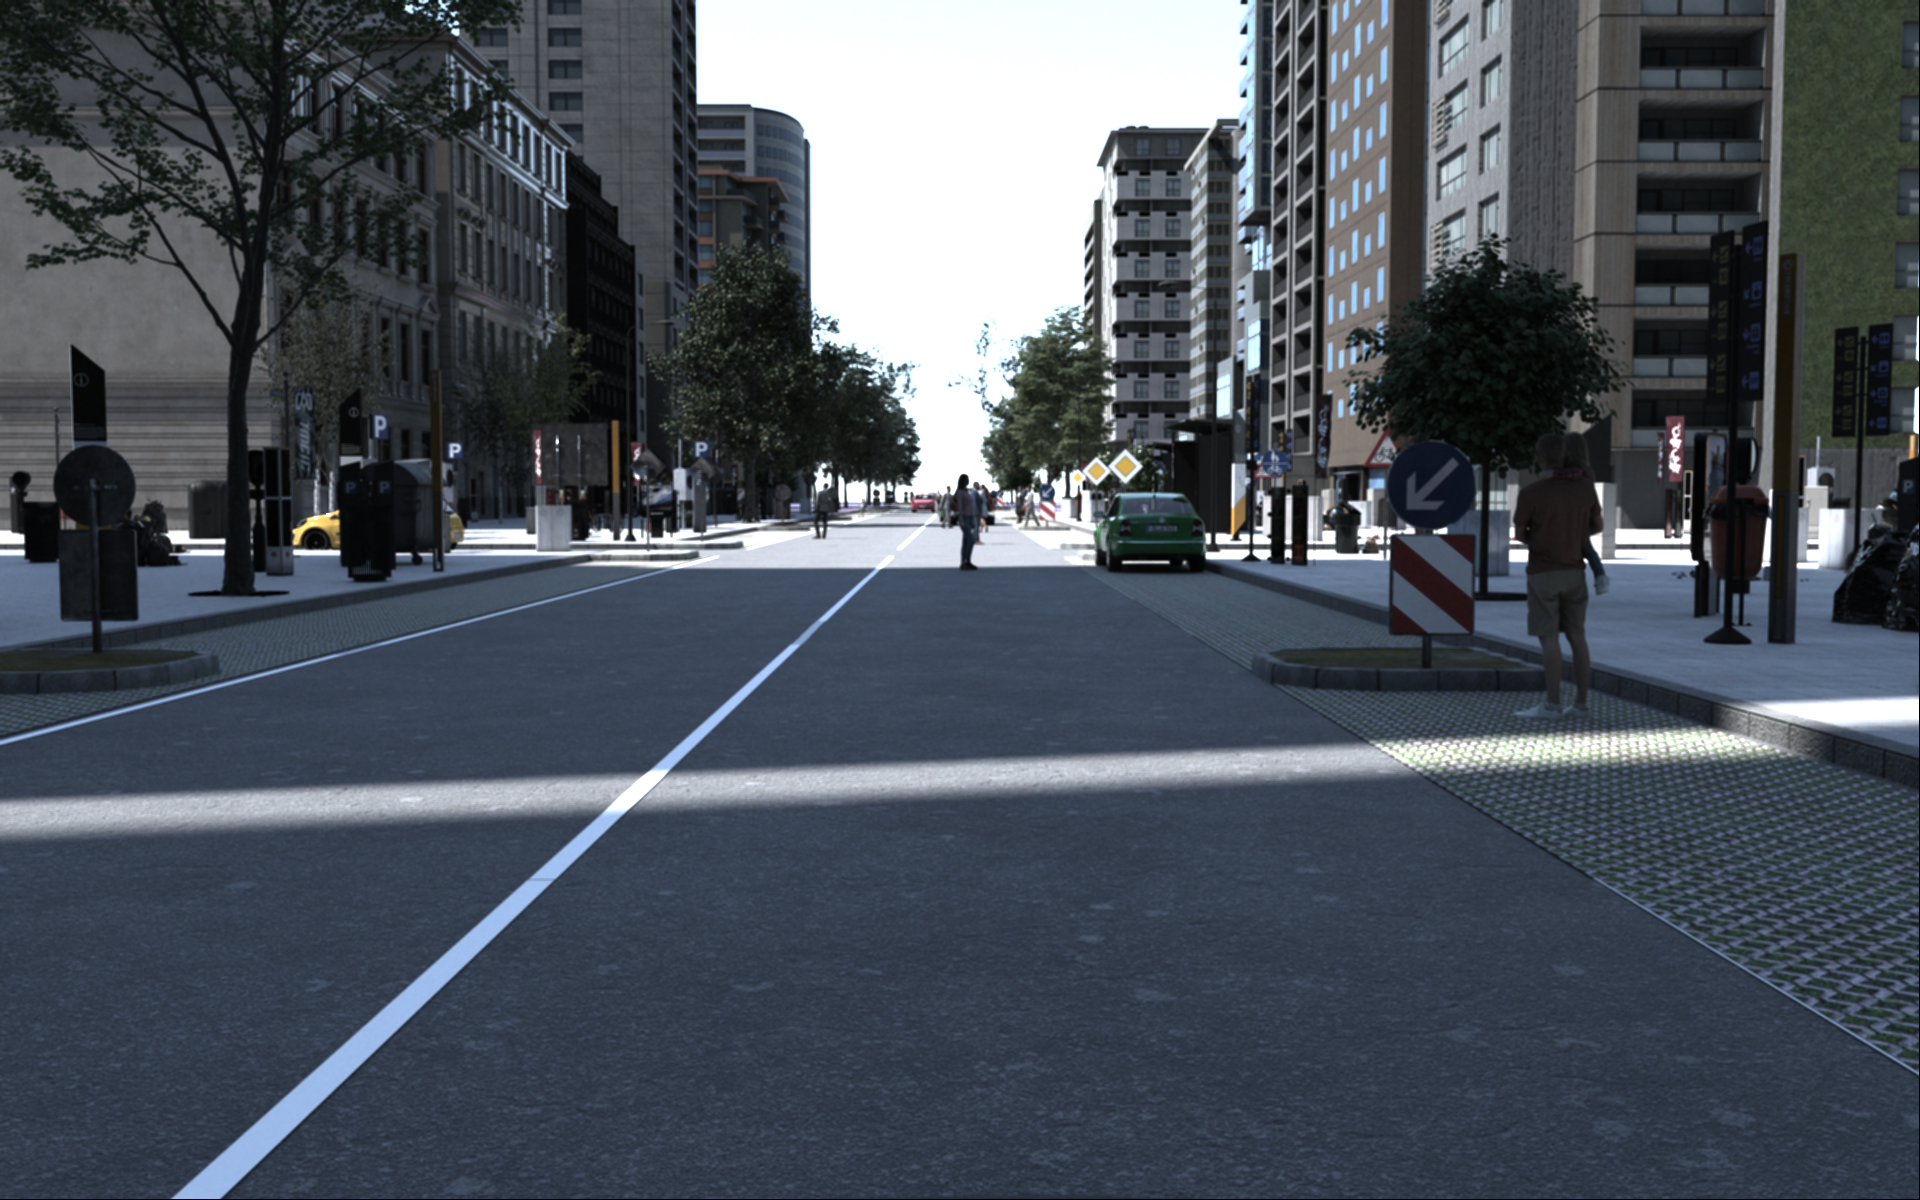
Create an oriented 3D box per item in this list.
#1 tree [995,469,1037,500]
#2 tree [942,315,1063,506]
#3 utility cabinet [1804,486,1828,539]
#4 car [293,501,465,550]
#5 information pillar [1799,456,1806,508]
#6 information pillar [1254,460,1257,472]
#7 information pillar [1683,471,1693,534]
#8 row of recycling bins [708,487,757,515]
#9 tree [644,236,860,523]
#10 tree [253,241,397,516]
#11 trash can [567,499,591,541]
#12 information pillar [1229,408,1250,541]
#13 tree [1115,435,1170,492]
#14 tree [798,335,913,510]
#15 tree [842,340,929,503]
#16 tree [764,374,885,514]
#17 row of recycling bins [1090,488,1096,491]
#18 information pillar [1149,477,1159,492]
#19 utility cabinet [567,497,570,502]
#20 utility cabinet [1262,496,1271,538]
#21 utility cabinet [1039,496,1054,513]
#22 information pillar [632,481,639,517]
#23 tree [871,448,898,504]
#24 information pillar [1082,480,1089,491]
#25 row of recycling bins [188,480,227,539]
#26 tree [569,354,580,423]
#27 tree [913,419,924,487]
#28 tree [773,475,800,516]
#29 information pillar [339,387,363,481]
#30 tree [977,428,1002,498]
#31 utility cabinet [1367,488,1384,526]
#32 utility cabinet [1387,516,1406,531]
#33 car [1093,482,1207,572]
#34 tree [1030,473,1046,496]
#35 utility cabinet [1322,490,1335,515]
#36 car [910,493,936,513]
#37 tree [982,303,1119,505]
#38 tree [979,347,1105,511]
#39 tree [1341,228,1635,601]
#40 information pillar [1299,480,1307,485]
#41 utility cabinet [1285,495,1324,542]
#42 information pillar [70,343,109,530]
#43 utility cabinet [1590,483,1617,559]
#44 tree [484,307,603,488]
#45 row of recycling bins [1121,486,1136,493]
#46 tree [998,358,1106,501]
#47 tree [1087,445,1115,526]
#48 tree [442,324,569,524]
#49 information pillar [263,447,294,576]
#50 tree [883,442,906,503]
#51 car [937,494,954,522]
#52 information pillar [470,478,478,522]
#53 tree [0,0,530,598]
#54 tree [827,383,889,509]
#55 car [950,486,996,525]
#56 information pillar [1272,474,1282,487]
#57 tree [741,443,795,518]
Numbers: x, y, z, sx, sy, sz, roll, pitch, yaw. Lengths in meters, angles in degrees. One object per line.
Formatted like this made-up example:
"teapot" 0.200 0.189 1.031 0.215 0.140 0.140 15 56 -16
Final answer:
"tree" 5.770 -11.170 166.349 4.285 4.588 4.351 0 3 0
"tree" 4.979 -20.061 183.885 12.611 20.169 13.585 0 3 0
"utility cabinet" 23.658 -2.438 48.544 1.173 1.500 0.318 2 4 23
"car" -14.047 -1.929 41.771 3.980 1.641 2.015 0 4 2
"information pillar" 16.068 -1.769 33.416 0.304 2.012 0.304 0 4 -6
"information pillar" 13.064 -5.275 77.593 0.504 3.616 0.183 2 4 25
"information pillar" 23.324 -3.106 55.276 0.304 2.012 0.304 -2 4 -27
"row of recycling bins" -14.529 -6.367 111.217 3.534 1.692 1.069 -3 5 -39
"tree" -9.315 -9.790 77.072 9.611 12.733 9.660 0 3 0
"tree" -18.493 -6.085 49.849 4.360 8.622 3.978 0 3 0
"trash can" -10.530 -2.199 47.611 0.748 1.137 0.748 0 3 0
"information pillar" 7.582 -3.411 47.130 0.504 3.616 0.183 -3 4 -38
"tree" 6.093 -3.819 57.035 1.663 3.219 1.824 0 3 0
"tree" -9.816 -14.192 138.688 9.857 13.997 8.962 0 3 0
"tree" -10.459 -22.018 215.890 12.611 20.169 13.585 0 3 0
"tree" -9.659 -11.873 128.537 8.767 10.594 7.601 0 4 1
"row of recycling bins" 8.158 -5.804 102.013 1.069 1.692 3.534 0 4 -1
"information pillar" 6.602 -3.354 59.332 0.304 2.012 0.304 -3 5 -44
"utility cabinet" -11.698 -2.457 51.338 0.306 1.237 1.020 -1 4 -14
"utility cabinet" 9.340 -2.411 50.576 1.020 1.237 0.306 3 5 43
"utility cabinet" 5.800 -6.415 116.042 1.020 1.237 0.306 -1 4 -18
"information pillar" -18.144 -5.648 96.838 0.304 2.012 0.304 0 4 -2
"tree" -10.224 -17.004 228.382 4.360 8.622 3.978 0 3 0
"information pillar" 6.544 -5.252 90.357 0.304 2.012 0.304 2 4 25
"row of recycling bins" -21.855 -2.679 50.917 1.069 1.692 3.534 -1 4 -11
"tree" -20.028 -8.096 82.737 4.360 8.622 3.978 0 3 0
"tree" -10.251 -17.469 192.277 9.857 13.997 8.962 0 3 0
"tree" -10.101 -6.426 99.671 1.663 3.219 1.824 0 3 0
"information pillar" -13.304 -2.848 37.927 0.504 3.616 0.183 0 4 2
"tree" 6.213 -20.932 267.986 9.928 11.665 9.643 0 3 0
"utility cabinet" 16.457 -3.657 68.479 0.318 1.500 1.173 3 4 38
"utility cabinet" 15.386 -3.060 61.190 0.306 1.237 1.020 3 5 44
"car" 3.585 -1.490 33.156 1.959 1.807 4.718 0 4 -1
"tree" 6.486 -9.262 146.043 1.663 3.219 1.824 0 3 0
"utility cabinet" 17.902 -4.621 84.235 0.318 1.500 1.173 0 4 -6
"car" -2.812 -7.744 135.657 2.155 1.783 4.494 0 4 2
"tree" 6.108 -11.336 103.476 7.486 12.596 7.792 0 3 0
"tree" 6.651 -13.024 129.946 9.611 12.733 9.660 0 3 0
"tree" 6.548 -2.298 21.285 4.285 4.588 4.351 0 3 0
"information pillar" 17.884 -5.259 90.475 0.304 2.012 0.304 -1 4 -22
"utility cabinet" 9.355 -2.198 47.094 1.020 1.237 0.306 3 5 40
"information pillar" -13.633 -2.188 27.124 0.504 3.616 0.183 -2 4 -30
"utility cabinet" 12.514 -1.561 34.201 0.318 1.500 1.173 -1 4 -10
"tree" -16.122 -7.156 67.361 4.737 8.622 4.395 0 3 0
"row of recycling bins" 8.594 -5.139 91.132 1.069 1.692 3.534 1 4 20
"tree" 6.222 -11.028 114.716 8.767 10.594 7.601 3 5 43
"tree" 5.856 -4.542 68.855 1.663 3.219 1.824 0 3 0
"tree" -19.857 -7.568 74.101 4.360 8.622 3.978 0 3 0
"information pillar" -10.719 -1.391 27.241 0.304 2.012 0.304 1 4 15
"tree" -9.179 -17.744 240.476 4.737 8.622 4.395 0 3 0
"car" -0.147 -4.813 90.489 2.131 1.459 4.920 0 4 -1
"information pillar" -22.262 -4.580 79.372 0.304 2.012 0.304 -1 4 -9
"tree" -8.973 -5.863 21.609 9.928 11.665 9.643 0 3 0
"tree" -10.098 -13.928 153.470 9.928 11.665 9.643 0 3 0
"car" 0.551 -4.425 81.023 2.281 1.827 5.304 0 4 -1
"information pillar" 15.516 -5.705 84.625 0.504 3.616 0.183 -1 4 -10
"tree" -10.110 -6.677 92.883 4.285 4.588 4.351 0 3 0
